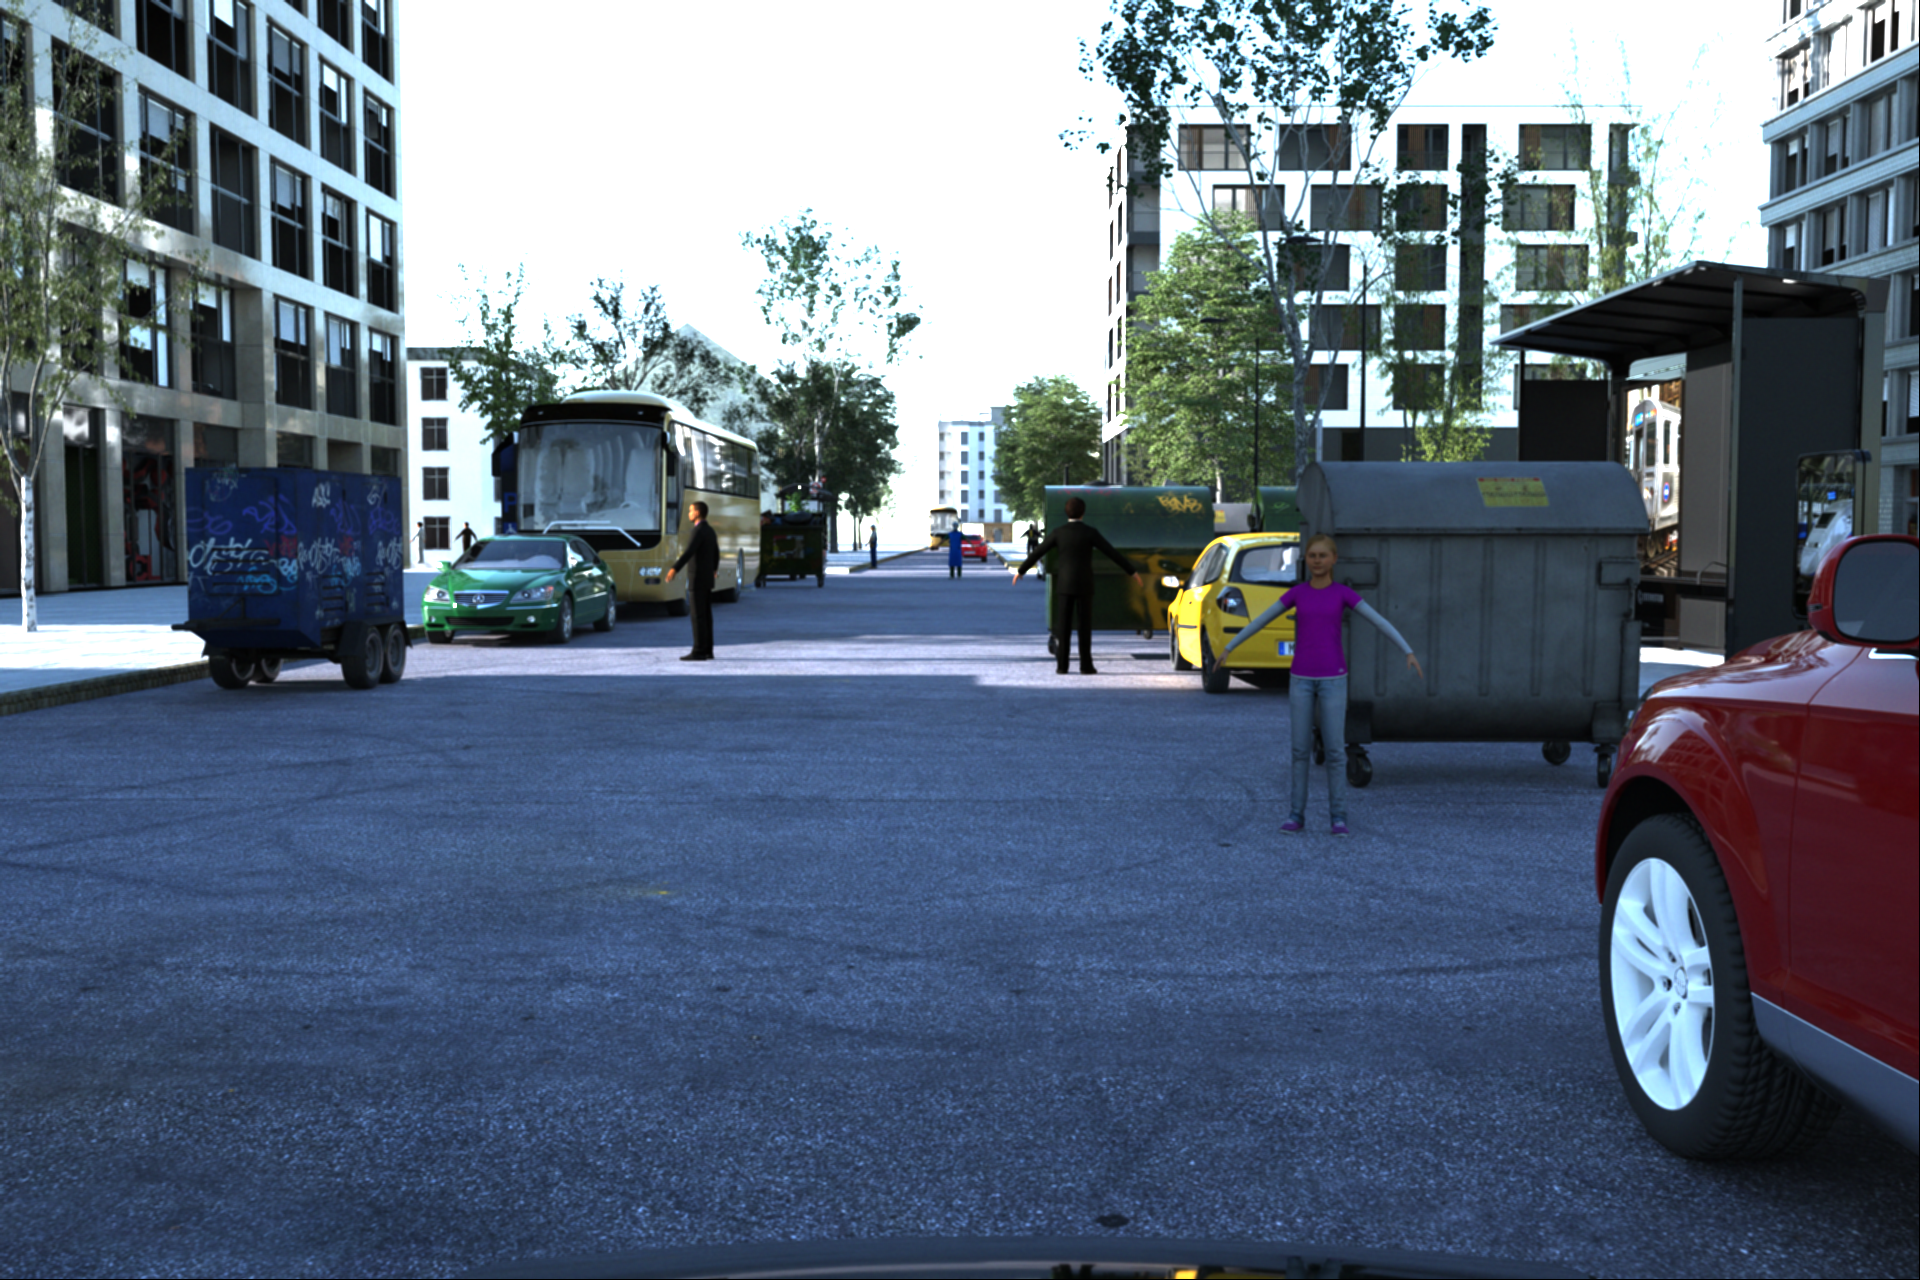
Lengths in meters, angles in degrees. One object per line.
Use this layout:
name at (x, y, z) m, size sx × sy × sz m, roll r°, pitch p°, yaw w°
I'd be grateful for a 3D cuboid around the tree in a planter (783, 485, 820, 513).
tree in a planter at (-5.931, -4.043, 63.323) m, size 1.991 × 3.239 × 1.994 m, roll 0°, pitch 4°, yaw 1°

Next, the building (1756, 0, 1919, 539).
building at (25.523, -11.731, 38.486) m, size 8.464 × 21.280 × 15.925 m, roll 0°, pitch 4°, yaw 1°

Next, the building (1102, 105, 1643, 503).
building at (21.963, -15.608, 99.165) m, size 27.936 × 21.610 × 32.646 m, roll 0°, pitch 3°, yaw 0°

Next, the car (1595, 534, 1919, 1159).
car at (2.642, 0.384, 2.388) m, size 2.281 × 1.827 × 5.304 m, roll 0°, pitch 4°, yaw -1°

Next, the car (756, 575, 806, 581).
car at (-5.825, -2.698, 54.342) m, size 2.015 × 1.641 × 3.980 m, roll 0°, pitch 4°, yaw 1°

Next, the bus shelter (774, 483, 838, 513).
bus shelter at (-6.324, -4.766, 71.841) m, size 2.014 × 3.302 × 5.546 m, roll 0°, pitch 4°, yaw 2°

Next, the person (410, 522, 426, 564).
person at (-23.559, -4.238, 75.471) m, size 0.705 × 1.806 × 1.347 m, roll 0°, pitch 4°, yaw 7°

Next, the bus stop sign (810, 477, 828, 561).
bus stop sign at (-6.604, -5.654, 81.139) m, size 0.855 × 3.939 × 0.416 m, roll 0°, pitch 3°, yaw 0°

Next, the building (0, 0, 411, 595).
building at (-28.202, -14.521, 40.628) m, size 19.350 × 26.588 × 34.151 m, roll 0°, pitch 4°, yaw 0°

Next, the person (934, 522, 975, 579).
person at (-0.151, -2.850, 55.185) m, size 1.347 × 1.817 × 0.704 m, roll 1°, pitch 4°, yaw 15°

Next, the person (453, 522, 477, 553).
person at (-21.800, -4.302, 76.477) m, size 0.704 × 1.812 × 1.346 m, roll 2°, pitch 4°, yaw 33°

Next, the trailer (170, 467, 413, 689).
trailer at (-6.142, -0.523, 15.597) m, size 1.471 × 1.999 × 3.904 m, roll 0°, pitch 4°, yaw 1°

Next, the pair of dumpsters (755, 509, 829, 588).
pair of dumpsters at (-5.776, -2.550, 46.636) m, size 4.436 × 2.255 × 1.574 m, roll 0°, pitch 3°, yaw 0°

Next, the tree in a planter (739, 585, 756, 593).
tree in a planter at (-6.116, -2.797, 42.952) m, size 1.991 × 3.239 × 1.994 m, roll 0°, pitch 4°, yaw 0°

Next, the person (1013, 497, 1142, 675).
person at (1.186, -0.556, 17.736) m, size 1.347 × 1.806 × 0.705 m, roll 1°, pitch 4°, yaw 14°

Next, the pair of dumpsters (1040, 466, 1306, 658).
pair of dumpsters at (3.145, -0.931, 20.168) m, size 4.436 × 2.255 × 1.574 m, roll 0°, pitch 4°, yaw 1°

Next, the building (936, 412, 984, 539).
building at (-3.305, -24.514, 259.687) m, size 11.380 × 20.090 × 16.016 m, roll 0°, pitch 4°, yaw 6°

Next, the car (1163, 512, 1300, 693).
car at (3.056, -0.414, 16.997) m, size 2.015 × 1.641 × 3.980 m, roll 0°, pitch 4°, yaw 1°

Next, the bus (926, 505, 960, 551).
bus at (-1.391, -9.850, 152.599) m, size 2.896 × 3.916 × 12.252 m, roll 0°, pitch 4°, yaw 0°

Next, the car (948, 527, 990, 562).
car at (0.462, -4.884, 88.890) m, size 2.155 × 1.783 × 4.494 m, roll 0°, pitch 4°, yaw -1°

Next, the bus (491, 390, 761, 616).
bus at (-5.872, -2.559, 33.391) m, size 2.896 × 3.916 × 12.252 m, roll 0°, pitch 4°, yaw 1°

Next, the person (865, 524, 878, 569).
person at (-3.607, -3.864, 71.492) m, size 0.705 × 1.847 × 1.347 m, roll 1°, pitch 4°, yaw 14°

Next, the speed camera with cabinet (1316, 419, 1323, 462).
speed camera with cabinet at (6.347, -2.128, 29.125) m, size 0.660 × 3.252 × 2.038 m, roll 0°, pitch 4°, yaw 1°

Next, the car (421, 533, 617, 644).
car at (-6.031, -0.754, 24.128) m, size 2.131 × 1.459 × 4.920 m, roll 0°, pitch 4°, yaw 0°

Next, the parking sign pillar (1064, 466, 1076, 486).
parking sign pillar at (4.384, -4.954, 69.472) m, size 1.447 × 3.967 × 1.447 m, roll 0°, pitch 4°, yaw 0°

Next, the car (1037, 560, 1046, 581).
car at (3.421, -2.565, 54.302) m, size 2.083 × 1.381 × 4.827 m, roll 0°, pitch 4°, yaw -1°

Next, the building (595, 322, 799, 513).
building at (-28.033, -21.888, 188.791) m, size 19.493 × 23.208 × 18.063 m, roll 0°, pitch 4°, yaw 1°

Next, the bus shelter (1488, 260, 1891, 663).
bus shelter at (7.202, -1.632, 17.968) m, size 1.731 × 3.624 × 6.357 m, roll 0°, pitch 4°, yaw 1°

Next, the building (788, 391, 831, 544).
building at (-25.761, -22.157, 228.723) m, size 16.747 × 18.905 × 31.486 m, roll 0°, pitch 4°, yaw 0°

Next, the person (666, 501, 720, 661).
person at (-2.981, -0.675, 19.720) m, size 0.704 × 1.802 × 1.346 m, roll 1°, pitch 4°, yaw 13°

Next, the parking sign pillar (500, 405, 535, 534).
parking sign pillar at (-9.042, -2.878, 35.526) m, size 1.447 × 3.967 × 1.447 m, roll 0°, pitch 4°, yaw 0°

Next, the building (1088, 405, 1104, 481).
building at (26.425, -23.832, 220.588) m, size 19.493 × 23.208 × 18.063 m, roll 0°, pitch 4°, yaw 1°

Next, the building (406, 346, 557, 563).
building at (-25.849, -9.145, 91.665) m, size 9.099 × 9.664 × 28.070 m, roll 0°, pitch 4°, yaw 0°
